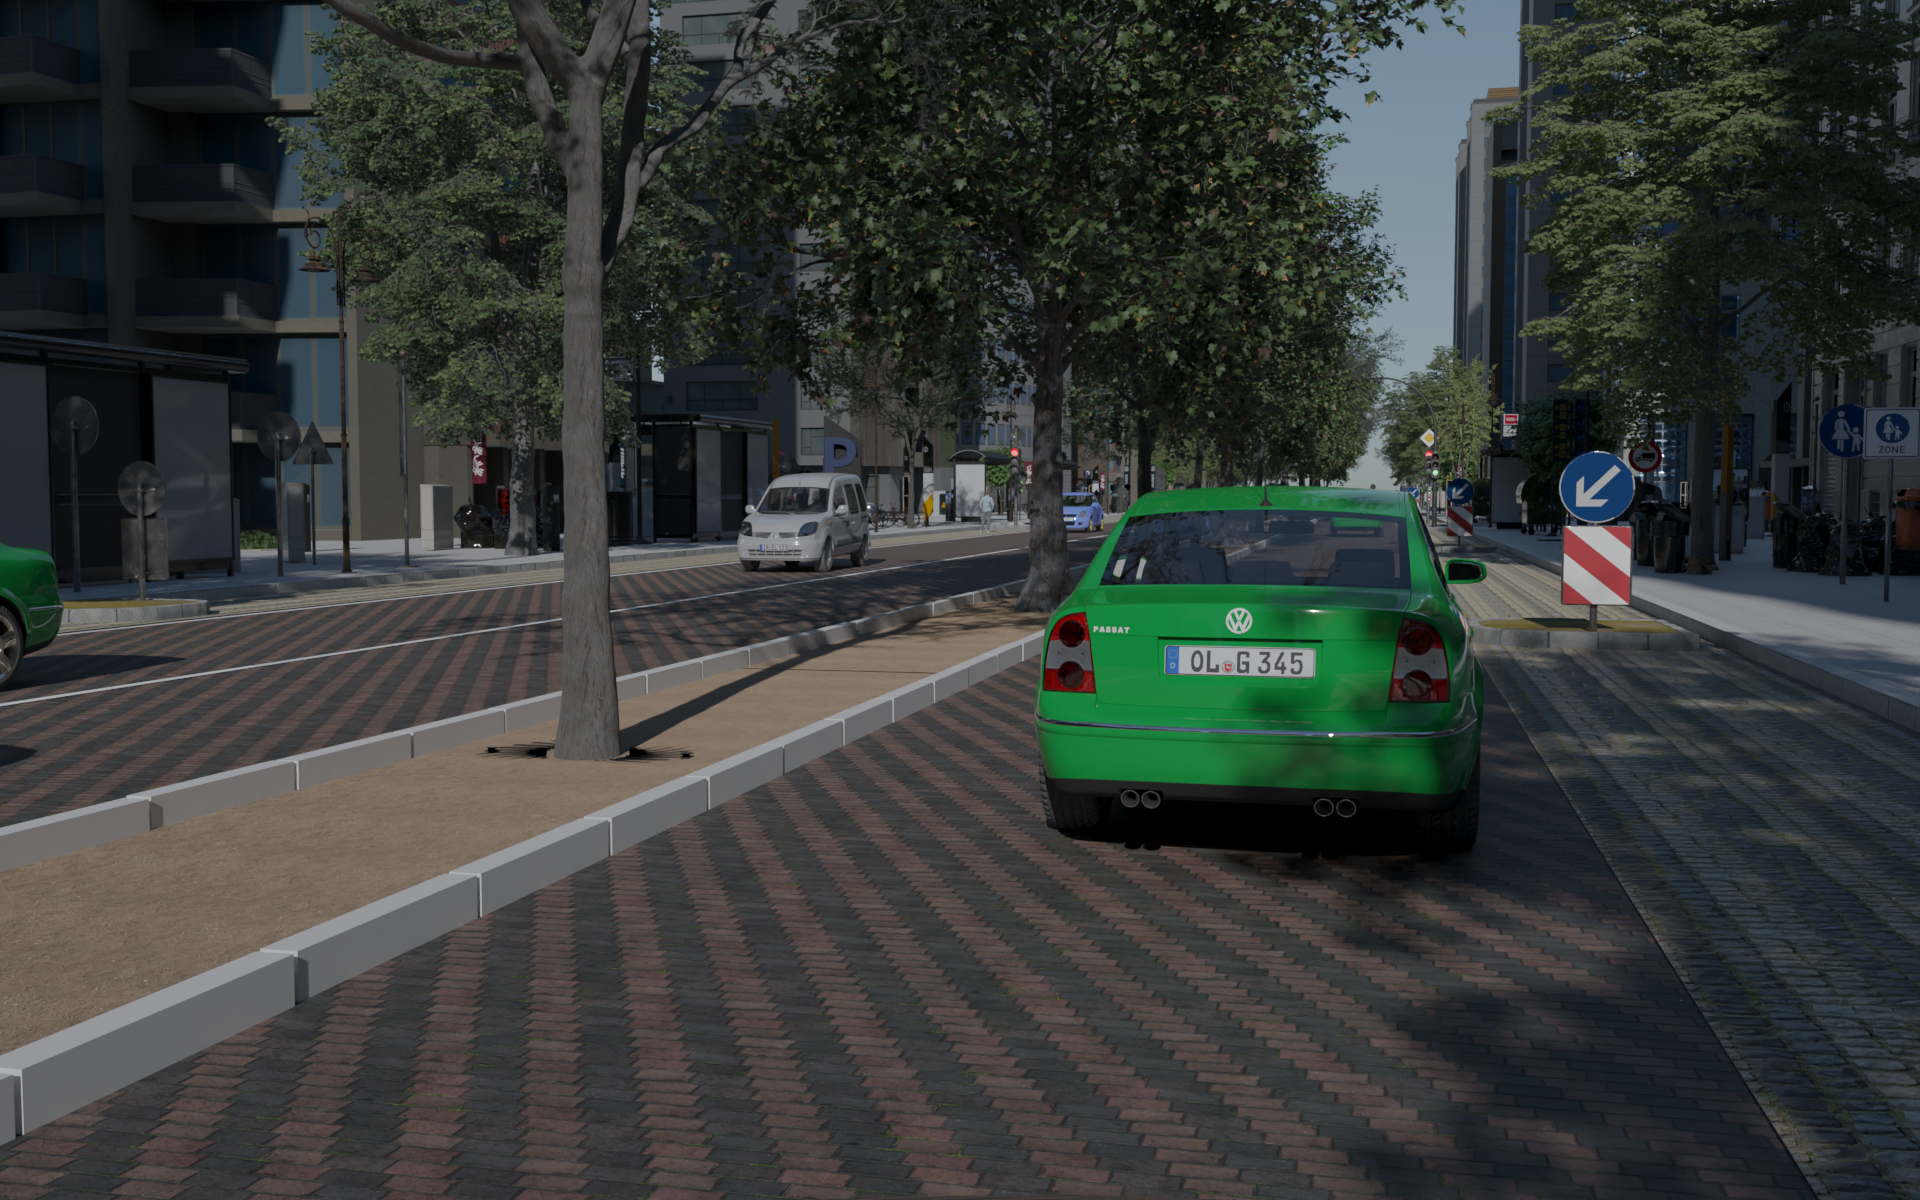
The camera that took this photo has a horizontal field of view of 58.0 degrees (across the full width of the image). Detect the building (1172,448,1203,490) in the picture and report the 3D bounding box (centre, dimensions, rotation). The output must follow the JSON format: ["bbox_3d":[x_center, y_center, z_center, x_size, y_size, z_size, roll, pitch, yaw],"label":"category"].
[{"bbox_3d":[27.688,-29.363,251.782,14.160,30.474,14.107,1,4,13],"label":"building"}]

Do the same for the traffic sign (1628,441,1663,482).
[{"bbox_3d":[16.460,-2.541,41.649,0.768,2.556,0.104,1,4,23],"label":"traffic sign"}]

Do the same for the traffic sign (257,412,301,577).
[{"bbox_3d":[-10.575,-1.638,26.888,0.768,2.556,0.104,1,4,14],"label":"traffic sign"}]

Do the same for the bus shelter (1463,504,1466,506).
[{"bbox_3d":[35.117,-8.009,122.225,1.731,3.624,6.357,1,4,13],"label":"bus shelter"}]

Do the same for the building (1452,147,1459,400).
[{"bbox_3d":[91.660,-45.356,283.571,21.231,58.520,28.212,1,4,13],"label":"building"}]

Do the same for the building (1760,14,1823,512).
[{"bbox_3d":[56.088,-26.308,84.753,28.867,44.769,22.147,1,4,13],"label":"building"}]

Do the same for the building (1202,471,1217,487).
[{"bbox_3d":[31.495,-27.482,294.371,27.650,21.520,28.899,1,4,13],"label":"building"}]

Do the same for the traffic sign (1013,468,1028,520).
[{"bbox_3d":[2.940,-5.189,84.952,0.768,2.556,0.104,1,4,19],"label":"traffic sign"}]

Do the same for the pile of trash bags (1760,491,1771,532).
[{"bbox_3d":[26.811,-2.999,58.791,1.912,1.369,3.447,0,4,1],"label":"pile of trash bags"}]

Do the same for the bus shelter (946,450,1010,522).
[{"bbox_3d":[1.014,-5.355,81.485,2.014,3.302,5.546,1,4,14],"label":"bus shelter"}]

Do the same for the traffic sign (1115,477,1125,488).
[{"bbox_3d":[11.638,-7.717,126.273,0.768,2.556,0.104,1,4,20],"label":"traffic sign"}]

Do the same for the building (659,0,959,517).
[{"bbox_3d":[-8.474,-20.212,102.170,14.160,30.474,14.107,1,4,13],"label":"building"}]

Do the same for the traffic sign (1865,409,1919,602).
[{"bbox_3d":[11.021,-1.126,20.540,0.606,2.300,0.079,1,4,17],"label":"traffic sign"}]

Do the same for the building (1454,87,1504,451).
[{"bbox_3d":[85.419,-43.676,256.107,21.231,58.520,28.212,1,4,13],"label":"building"}]

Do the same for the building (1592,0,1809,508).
[{"bbox_3d":[56.287,-49.668,124.741,22.319,86.520,31.000,1,4,13],"label":"building"}]

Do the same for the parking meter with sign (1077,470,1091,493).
[{"bbox_3d":[8.983,-8.068,128.176,0.543,3.016,1.738,-2,4,-27],"label":"parking meter with sign"}]

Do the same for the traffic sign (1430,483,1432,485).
[{"bbox_3d":[33.604,-7.515,122.968,0.768,2.556,0.104,1,4,22],"label":"traffic sign"}]

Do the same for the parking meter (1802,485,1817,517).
[{"bbox_3d":[23.998,-2.479,48.945,0.372,1.533,0.369,0,3,0],"label":"parking meter"}]

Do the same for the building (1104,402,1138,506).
[{"bbox_3d":[5.141,-20.800,185.124,27.650,21.520,28.899,1,4,13],"label":"building"}]

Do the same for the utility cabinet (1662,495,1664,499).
[{"bbox_3d":[37.870,-5.049,93.705,0.306,1.237,1.020,2,4,27],"label":"utility cabinet"}]

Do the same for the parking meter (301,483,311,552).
[{"bbox_3d":[-14.587,-1.832,38.369,0.372,1.533,0.369,0,3,0],"label":"parking meter"}]

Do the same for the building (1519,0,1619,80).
[{"bbox_3d":[61.564,-37.631,157.261,21.231,58.520,28.212,1,4,13],"label":"building"}]

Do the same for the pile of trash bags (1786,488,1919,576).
[{"bbox_3d":[14.462,-1.071,27.267,1.912,1.369,3.447,1,4,9],"label":"pile of trash bags"}]

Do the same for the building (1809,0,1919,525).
[{"bbox_3d":[30.985,-12.616,39.561,16.112,22.955,30.059,1,4,13],"label":"building"}]

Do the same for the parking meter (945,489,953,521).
[{"bbox_3d":[-0.497,-4.451,81.177,0.372,1.533,0.369,0,3,0],"label":"parking meter"}]

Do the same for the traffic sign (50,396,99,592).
[{"bbox_3d":[-11.527,-1.372,22.538,0.768,2.556,0.104,1,4,16],"label":"traffic sign"}]

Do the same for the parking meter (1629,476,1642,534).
[{"bbox_3d":[21.928,-3.091,56.254,0.255,1.863,0.399,2,4,35],"label":"parking meter"}]

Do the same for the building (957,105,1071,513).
[{"bbox_3d":[-4.294,-35.978,130.244,21.231,58.520,28.212,1,4,13],"label":"building"}]

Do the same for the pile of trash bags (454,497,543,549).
[{"bbox_3d":[-11.484,-1.948,41.601,3.447,1.369,1.912,2,4,25],"label":"pile of trash bags"}]

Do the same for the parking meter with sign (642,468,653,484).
[{"bbox_3d":[-15.498,-5.504,86.257,0.543,3.016,1.738,-3,5,-39],"label":"parking meter with sign"}]

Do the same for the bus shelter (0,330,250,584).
[{"bbox_3d":[-13.061,-2.765,22.846,2.179,5.291,8.768,1,4,13],"label":"bus shelter"}]

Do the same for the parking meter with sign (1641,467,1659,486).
[{"bbox_3d":[37.552,-6.069,95.491,1.738,3.016,0.543,2,4,25],"label":"parking meter with sign"}]

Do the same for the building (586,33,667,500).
[{"bbox_3d":[-34.787,-31.725,107.938,27.495,52.752,28.713,1,4,13],"label":"building"}]

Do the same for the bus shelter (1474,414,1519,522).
[{"bbox_3d":[26.201,-6.524,84.306,2.179,5.291,8.768,1,4,14],"label":"bus shelter"}]

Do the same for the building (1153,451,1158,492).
[{"bbox_3d":[16.894,-31.819,203.835,14.154,41.232,14.086,1,4,13],"label":"building"}]

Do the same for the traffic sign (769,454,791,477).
[{"bbox_3d":[-5.803,-3.392,55.571,0.768,2.556,0.104,1,4,17],"label":"traffic sign"}]

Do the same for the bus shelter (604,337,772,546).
[{"bbox_3d":[-7.400,-4.222,46.656,2.179,5.291,8.768,1,4,13],"label":"bus shelter"}]

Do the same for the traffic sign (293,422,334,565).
[{"bbox_3d":[-11.656,-1.908,31.196,0.884,2.594,0.081,1,4,18],"label":"traffic sign"}]

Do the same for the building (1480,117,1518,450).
[{"bbox_3d":[68.763,-33.790,202.577,14.600,45.320,14.200,1,4,13],"label":"building"}]

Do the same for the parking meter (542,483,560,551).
[{"bbox_3d":[-9.202,-1.871,38.995,0.372,1.533,0.369,0,3,0],"label":"parking meter"}]

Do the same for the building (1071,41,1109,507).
[{"bbox_3d":[6.088,-31.311,162.051,14.600,45.320,14.200,1,4,13],"label":"building"}]

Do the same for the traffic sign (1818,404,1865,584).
[{"bbox_3d":[12.552,-1.495,24.555,0.768,2.556,0.104,1,4,16],"label":"traffic sign"}]

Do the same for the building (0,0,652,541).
[{"bbox_3d":[-26.419,-24.514,55.429,28.867,44.769,22.147,1,4,13],"label":"building"}]

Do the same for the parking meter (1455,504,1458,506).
[{"bbox_3d":[29.866,-6.002,103.846,0.399,1.863,0.255,-2,4,-27],"label":"parking meter"}]

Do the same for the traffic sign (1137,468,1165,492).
[{"bbox_3d":[15.052,-8.737,136.716,2.265,3.308,0.079,1,4,18],"label":"traffic sign"}]

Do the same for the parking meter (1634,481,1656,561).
[{"bbox_3d":[13.212,-1.529,33.416,0.372,1.533,0.369,0,3,0],"label":"parking meter"}]

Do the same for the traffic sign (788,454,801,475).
[{"bbox_3d":[-5.512,-3.479,56.886,0.884,2.594,0.081,1,4,19],"label":"traffic sign"}]

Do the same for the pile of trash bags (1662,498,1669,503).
[{"bbox_3d":[35.079,-4.796,88.173,1.912,1.369,3.447,2,4,26],"label":"pile of trash bags"}]

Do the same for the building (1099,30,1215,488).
[{"bbox_3d":[29.012,-50.752,268.041,20.563,71.187,20.611,1,4,13],"label":"building"}]

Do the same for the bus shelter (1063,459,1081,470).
[{"bbox_3d":[5.369,-6.335,97.505,2.014,3.302,5.546,1,4,14],"label":"bus shelter"}]

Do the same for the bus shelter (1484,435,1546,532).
[{"bbox_3d":[19.560,-4.086,60.724,2.014,3.302,5.546,1,4,14],"label":"bus shelter"}]

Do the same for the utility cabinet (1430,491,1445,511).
[{"bbox_3d":[36.257,-7.518,131.600,1.173,1.500,0.318,1,4,16],"label":"utility cabinet"}]

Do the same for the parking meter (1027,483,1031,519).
[{"bbox_3d":[3.648,-5.165,90.162,0.255,1.863,0.399,0,4,-5],"label":"parking meter"}]
